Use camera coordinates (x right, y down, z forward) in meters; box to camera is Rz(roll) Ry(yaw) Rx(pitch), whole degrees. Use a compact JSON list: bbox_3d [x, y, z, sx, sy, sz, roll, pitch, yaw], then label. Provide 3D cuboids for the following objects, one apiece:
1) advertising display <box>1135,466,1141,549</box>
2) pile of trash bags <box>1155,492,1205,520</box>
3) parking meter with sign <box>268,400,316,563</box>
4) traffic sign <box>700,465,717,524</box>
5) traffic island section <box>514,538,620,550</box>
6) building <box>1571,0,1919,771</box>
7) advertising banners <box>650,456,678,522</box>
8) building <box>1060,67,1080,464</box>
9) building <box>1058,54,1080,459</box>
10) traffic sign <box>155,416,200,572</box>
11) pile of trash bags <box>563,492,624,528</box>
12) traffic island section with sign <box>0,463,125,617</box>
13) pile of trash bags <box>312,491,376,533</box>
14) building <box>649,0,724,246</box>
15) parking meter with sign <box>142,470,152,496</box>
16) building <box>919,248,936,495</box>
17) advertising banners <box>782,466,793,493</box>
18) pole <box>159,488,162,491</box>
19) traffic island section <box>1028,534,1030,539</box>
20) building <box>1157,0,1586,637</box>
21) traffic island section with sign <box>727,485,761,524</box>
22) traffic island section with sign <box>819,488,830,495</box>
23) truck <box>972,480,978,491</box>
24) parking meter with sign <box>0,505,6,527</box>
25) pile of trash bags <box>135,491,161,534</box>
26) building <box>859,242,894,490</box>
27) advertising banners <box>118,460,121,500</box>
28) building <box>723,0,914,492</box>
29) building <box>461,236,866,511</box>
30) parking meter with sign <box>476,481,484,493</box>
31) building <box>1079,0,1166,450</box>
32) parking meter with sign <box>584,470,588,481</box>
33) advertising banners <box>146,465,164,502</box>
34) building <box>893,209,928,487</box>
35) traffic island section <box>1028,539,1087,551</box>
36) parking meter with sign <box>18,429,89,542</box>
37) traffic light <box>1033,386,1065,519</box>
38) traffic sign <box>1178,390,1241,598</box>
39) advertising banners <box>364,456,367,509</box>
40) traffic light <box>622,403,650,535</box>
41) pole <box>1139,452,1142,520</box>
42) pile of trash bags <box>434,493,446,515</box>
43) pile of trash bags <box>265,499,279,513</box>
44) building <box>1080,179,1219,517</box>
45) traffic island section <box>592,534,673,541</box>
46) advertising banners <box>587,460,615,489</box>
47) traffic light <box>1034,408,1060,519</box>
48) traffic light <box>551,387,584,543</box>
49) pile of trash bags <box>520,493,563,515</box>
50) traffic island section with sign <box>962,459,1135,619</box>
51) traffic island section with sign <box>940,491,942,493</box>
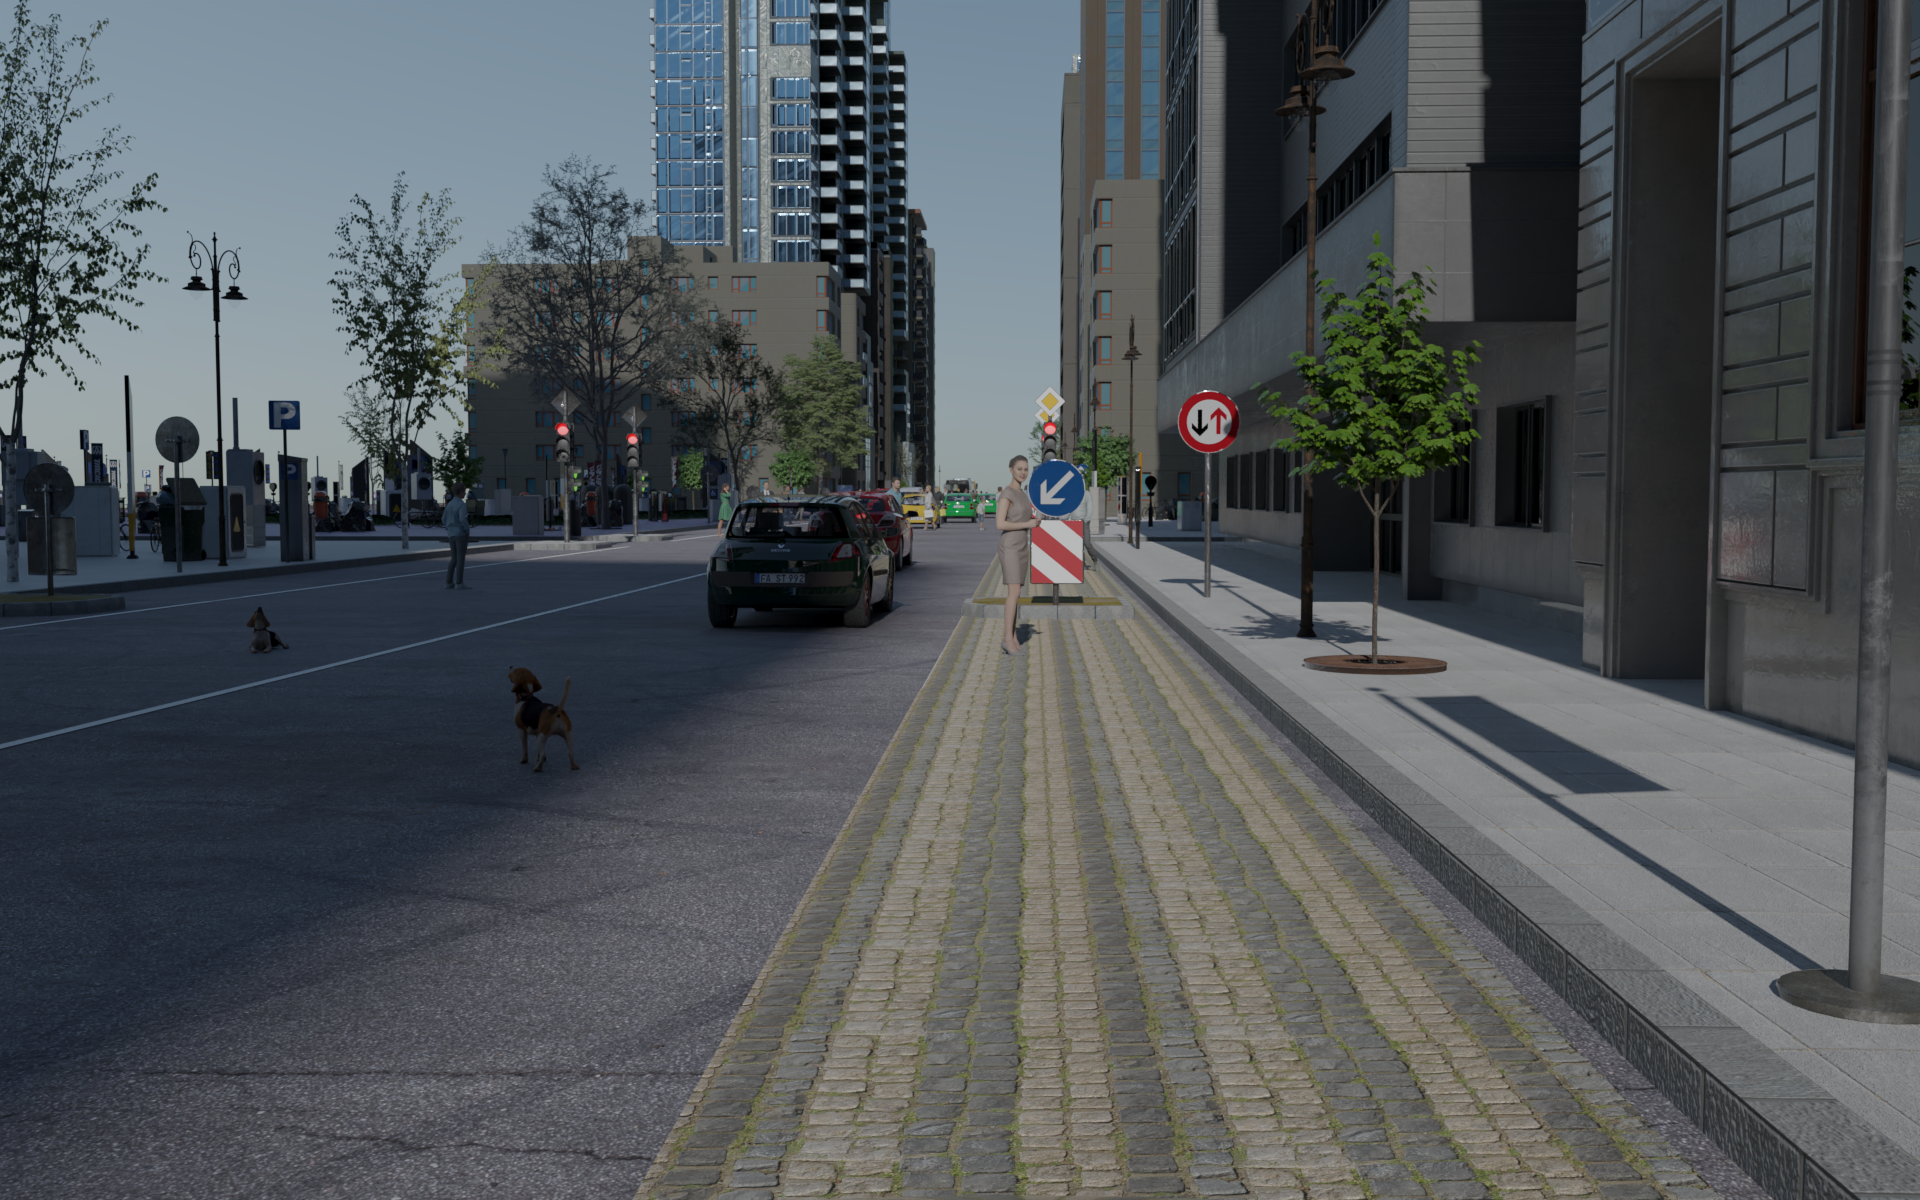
[{"bbox_3d":[4.177,-2.171,40.709,0.123,1.923,0.974,0,4,4],"label":"advertising display"},{"bbox_3d":[11.259,-4.641,85.637,1.912,1.369,3.447,3,5,43],"label":"pile of trash bags"},{"bbox_3d":[-12.725,-2.255,33.130,0.543,3.016,1.738,-1,4,-10],"label":"parking meter with sign"},{"bbox_3d":[-10.895,-4.584,75.058,0.768,2.556,0.104,0,4,7],"label":"traffic sign"},{"bbox_3d":[-10.414,-1.440,45.821,2.009,0.180,2.903,0,4,2],"label":"traffic island section"},{"bbox_3d":[9.193,-10.162,2.311,11.583,22.565,21.152,0,4,2],"label":"building"},{"bbox_3d":[-13.683,-5.138,80.198,2.074,3.025,0.090,3,5,42],"label":"advertising banners"},{"bbox_3d":[21.917,-34.720,191.371,21.300,48.544,21.600,0,4,2],"label":"building"},{"bbox_3d":[24.834,-57.078,245.900,22.319,86.520,31.000,0,4,2],"label":"building"},{"bbox_3d":[-12.801,-1.726,28.331,0.768,2.556,0.104,0,4,6],"label":"traffic sign"},{"bbox_3d":[-14.133,-3.532,67.504,1.912,1.369,3.447,0,4,-5],"label":"pile of trash bags"},{"bbox_3d":[-11.426,-0.765,21.142,1.989,1.847,2.006,0,4,2],"label":"traffic island section with sign"},{"bbox_3d":[-21.111,-2.989,58.620,1.912,1.369,3.447,0,4,-2],"label":"pile of trash bags"},{"bbox_3d":[-19.252,-52.583,172.401,22.319,86.520,31.000,0,4,2],"label":"building"},{"bbox_3d":[-59.426,-7.985,126.810,0.543,3.016,1.738,-1,4,-18],"label":"parking meter with sign"},{"bbox_3d":[-11.381,-36.475,279.959,14.154,41.232,14.086,0,4,2],"label":"building"},{"bbox_3d":[-10.808,-6.867,108.461,0.090,3.025,2.074,1,4,13],"label":"advertising banners"},{"bbox_3d":[-60.237,-8.359,130.509,0.158,3.312,0.155,0,3,0],"label":"pole"},{"bbox_3d":[2.690,-1.896,53.279,2.009,0.180,2.903,0,4,2],"label":"traffic island section"},{"bbox_3d":[11.480,-12.807,28.464,14.314,24.678,30.058,0,4,2],"label":"building"},{"bbox_3d":[-9.160,-4.163,76.686,1.989,1.847,2.006,0,4,2],"label":"traffic island section with sign"},{"bbox_3d":[-8.071,-5.810,103.619,1.989,1.847,2.006,0,4,2],"label":"traffic island section with sign"},{"bbox_3d":[0.855,-15.017,241.459,3.469,3.379,9.791,0,4,2],"label":"truck"},{"bbox_3d":[-37.918,-4.353,67.427,0.543,3.016,1.738,1,4,9],"label":"parking meter with sign"},{"bbox_3d":[-26.248,-2.887,56.952,3.447,1.369,1.912,3,4,36],"label":"pile of trash bags"},{"bbox_3d":[-15.066,-25.980,196.472,14.160,30.474,14.107,0,4,2],"label":"building"},{"bbox_3d":[-42.402,-5.567,87.207,0.090,3.025,2.074,-1,4,-17],"label":"advertising banners"},{"bbox_3d":[-16.853,-55.949,227.442,22.319,86.520,31.000,0,4,2],"label":"building"},{"bbox_3d":[-22.992,-18.298,144.205,27.650,21.520,28.899,0,4,2],"label":"building"},{"bbox_3d":[-28.456,-6.482,102.247,0.543,3.016,1.738,-3,5,-41],"label":"parking meter with sign"},{"bbox_3d":[17.400,-30.524,149.177,14.600,45.320,14.200,0,4,2],"label":"building"},{"bbox_3d":[-25.961,-7.800,123.789,1.738,3.016,0.543,-3,5,-43],"label":"parking meter with sign"},{"bbox_3d":[-48.132,-6.563,103.492,0.090,3.025,2.074,1,4,9],"label":"advertising banners"},{"bbox_3d":[-16.295,-36.940,258.596,22.147,44.769,28.867,0,4,2],"label":"building"},{"bbox_3d":[2.366,-1.408,45.300,2.009,0.180,2.903,0,4,2],"label":"traffic island section"},{"bbox_3d":[-24.490,-3.088,46.750,1.738,3.016,0.543,-1,4,-11],"label":"parking meter with sign"},{"bbox_3d":[2.327,-3.441,45.188,0.839,4.253,0.868,0,4,2],"label":"traffic light"},{"bbox_3d":[3.071,-1.304,21.420,0.768,2.556,0.104,0,4,5],"label":"traffic sign"},{"bbox_3d":[-27.277,-5.093,79.454,0.090,3.025,2.074,-1,4,-16],"label":"advertising banners"},{"bbox_3d":[-10.051,-3.960,53.664,0.839,4.253,0.868,0,4,2],"label":"traffic light"},{"bbox_3d":[8.856,-5.574,84.970,0.158,3.312,0.155,0,3,0],"label":"pole"},{"bbox_3d":[-28.938,-5.345,97.135,1.912,1.369,3.447,-1,4,-8],"label":"pile of trash bags"},{"bbox_3d":[-33.626,-4.421,82.042,1.912,1.369,3.447,1,4,11],"label":"pile of trash bags"},{"bbox_3d":[21.853,-16.170,109.420,27.650,21.520,28.899,0,4,2],"label":"building"},{"bbox_3d":[-10.091,-1.928,53.800,2.009,0.180,2.903,0,4,2],"label":"traffic island section"},{"bbox_3d":[-19.562,-6.075,95.510,2.074,3.025,0.090,0,4,6],"label":"advertising banners"},{"bbox_3d":[2.650,-3.929,53.166,0.839,4.253,0.868,0,4,2],"label":"traffic light"},{"bbox_3d":[-10.375,-3.472,45.685,0.839,4.253,0.868,0,4,2],"label":"traffic light"},{"bbox_3d":[-24.148,-5.586,101.080,3.447,1.369,1.912,1,4,15],"label":"pile of trash bags"},{"bbox_3d":[1.031,-0.734,20.629,1.989,1.847,2.006,0,4,2],"label":"traffic island section with sign"},{"bbox_3d":[-1.604,-15.570,263.191,1.989,1.847,2.006,0,4,2],"label":"traffic island section with sign"}]
